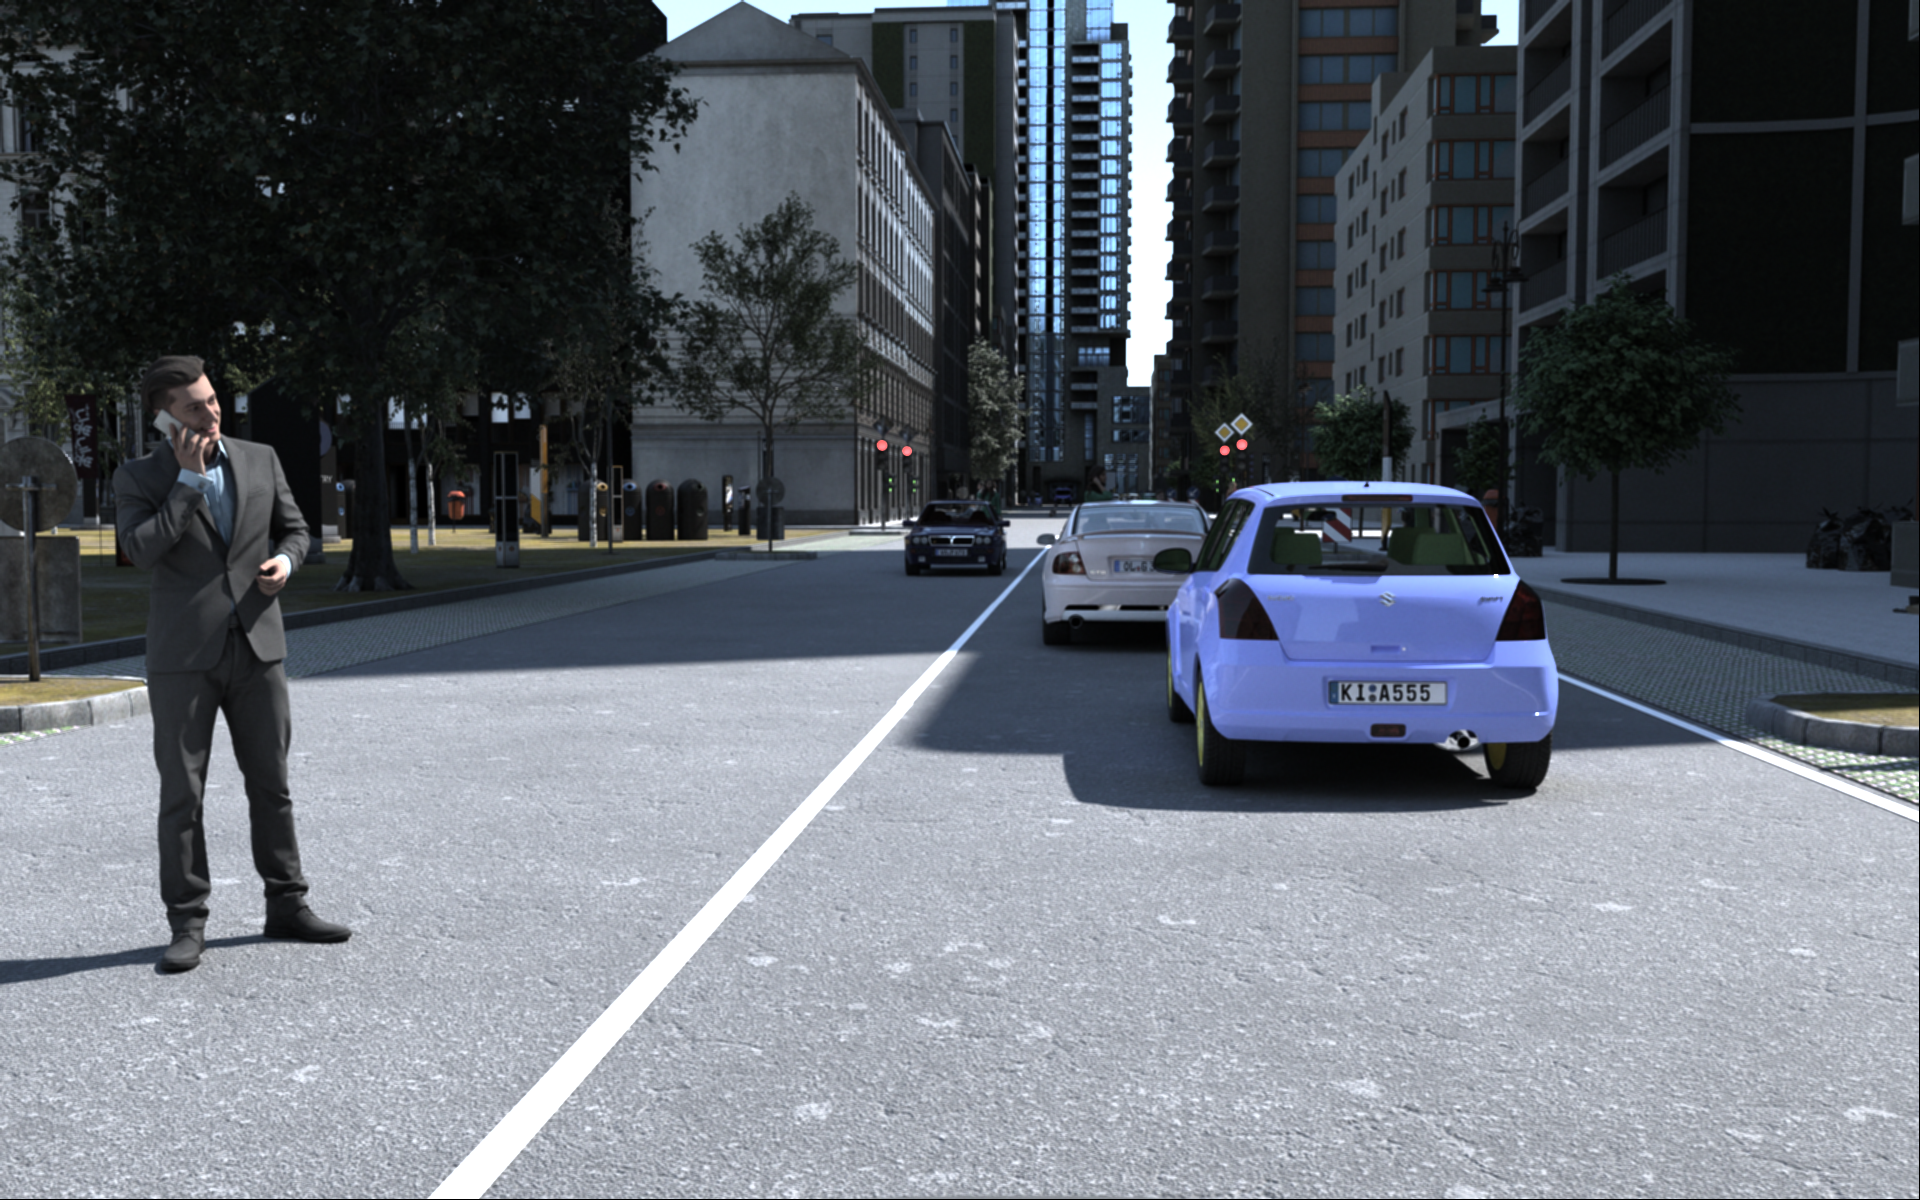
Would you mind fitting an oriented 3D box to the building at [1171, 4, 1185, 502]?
[{"bbox_3d":[32.866,-39.121,181.628,21.231,58.520,28.212,0,4,4],"label":"building"}]

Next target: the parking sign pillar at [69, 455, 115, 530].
[{"bbox_3d":[-30.954,-4.476,61.651,1.447,3.967,1.447,-1,4,-22],"label":"parking sign pillar"}]

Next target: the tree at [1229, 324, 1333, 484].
[{"bbox_3d":[13.697,-7.633,75.155,4.360,8.622,3.978,0,3,0],"label":"tree"}]

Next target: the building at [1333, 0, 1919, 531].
[{"bbox_3d":[33.720,-14.362,79.855,28.899,21.520,27.650,0,4,4],"label":"building"}]

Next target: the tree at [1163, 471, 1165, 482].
[{"bbox_3d":[18.765,-9.901,145.600,4.285,4.588,4.351,0,3,0],"label":"tree"}]

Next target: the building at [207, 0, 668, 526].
[{"bbox_3d":[-21.954,-15.044,75.644,15.834,23.373,12.332,0,4,4],"label":"building"}]

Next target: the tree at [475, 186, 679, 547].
[{"bbox_3d":[-8.816,-5.587,41.705,4.360,8.622,3.978,0,3,0],"label":"tree"}]

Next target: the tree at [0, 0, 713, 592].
[{"bbox_3d":[-8.000,-6.480,22.955,9.611,12.733,9.660,0,3,0],"label":"tree"}]

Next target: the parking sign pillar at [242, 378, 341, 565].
[{"bbox_3d":[-12.483,-2.654,31.872,1.447,3.967,1.447,3,5,44],"label":"parking sign pillar"}]

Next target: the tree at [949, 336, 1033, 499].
[{"bbox_3d":[0.627,-14.183,138.550,9.857,13.997,8.962,0,3,0],"label":"tree"}]

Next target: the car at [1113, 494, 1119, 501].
[{"bbox_3d":[12.210,-7.790,139.366,2.014,1.417,4.499,0,4,6],"label":"car"}]

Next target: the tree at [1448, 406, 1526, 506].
[{"bbox_3d":[11.664,-2.673,38.302,1.663,3.219,1.824,0,3,0],"label":"tree"}]

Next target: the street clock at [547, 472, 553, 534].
[{"bbox_3d":[-13.225,-3.123,55.631,0.358,2.002,0.471,-1,4,-17],"label":"street clock"}]

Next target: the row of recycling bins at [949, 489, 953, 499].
[{"bbox_3d":[-2.319,-7.677,132.623,3.534,1.692,1.069,0,4,-3],"label":"row of recycling bins"}]

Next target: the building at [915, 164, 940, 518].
[{"bbox_3d":[-6.806,-15.134,96.595,9.793,20.994,18.267,0,4,4],"label":"building"}]

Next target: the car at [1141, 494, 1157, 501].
[{"bbox_3d":[17.152,-9.057,156.876,1.959,1.807,4.718,0,4,3],"label":"car"}]

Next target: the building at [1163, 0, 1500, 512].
[{"bbox_3d":[26.365,-28.889,126.959,22.147,44.769,28.867,0,4,4],"label":"building"}]

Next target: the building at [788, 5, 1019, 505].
[{"bbox_3d":[-7.200,-40.827,209.518,28.212,58.520,21.231,0,4,4],"label":"building"}]

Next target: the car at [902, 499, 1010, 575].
[{"bbox_3d":[-0.041,-1.174,31.777,1.945,1.354,3.894,0,4,3],"label":"car"}]

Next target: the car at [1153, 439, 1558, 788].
[{"bbox_3d":[2.083,-0.011,9.776,1.945,1.707,3.694,0,4,3],"label":"car"}]

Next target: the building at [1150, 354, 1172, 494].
[{"bbox_3d":[41.184,-24.093,238.963,28.899,21.520,27.650,0,4,4],"label":"building"}]

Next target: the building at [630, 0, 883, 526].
[{"bbox_3d":[-8.025,-14.021,78.402,9.793,20.994,18.267,0,4,4],"label":"building"}]

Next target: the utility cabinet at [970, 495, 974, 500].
[{"bbox_3d":[0.910,-7.604,135.493,0.306,1.237,1.020,0,4,6],"label":"utility cabinet"}]

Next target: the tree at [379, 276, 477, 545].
[{"bbox_3d":[-13.263,-5.656,42.842,4.360,8.622,3.978,0,3,0],"label":"tree"}]

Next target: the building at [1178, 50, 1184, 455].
[{"bbox_3d":[27.675,-31.260,161.206,14.600,45.320,14.200,0,4,4],"label":"building"}]

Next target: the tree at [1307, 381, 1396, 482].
[{"bbox_3d":[11.667,-4.086,50.514,4.285,4.588,4.351,0,3,0],"label":"tree"}]

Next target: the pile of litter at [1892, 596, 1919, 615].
[{"bbox_3d":[10.926,-0.270,18.378,1.719,0.858,1.176,3,5,42],"label":"pile of litter"}]

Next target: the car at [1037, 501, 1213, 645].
[{"bbox_3d":[1.810,-0.332,17.792,2.083,1.381,4.827,0,4,4],"label":"car"}]

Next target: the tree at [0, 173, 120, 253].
[{"bbox_3d":[-17.460,-5.212,35.578,4.737,8.622,4.395,0,3,0],"label":"tree"}]

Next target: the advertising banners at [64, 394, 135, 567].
[{"bbox_3d":[-14.751,-2.117,30.794,2.074,3.025,0.090,-3,4,-38],"label":"advertising banners"}]

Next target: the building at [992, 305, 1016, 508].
[{"bbox_3d":[-8.863,-20.119,173.988,27.650,21.520,28.899,0,4,4],"label":"building"}]

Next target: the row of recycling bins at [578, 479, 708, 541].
[{"bbox_3d":[-8.751,-2.488,47.797,3.534,1.692,1.069,-1,4,-20],"label":"row of recycling bins"}]

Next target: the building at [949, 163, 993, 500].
[{"bbox_3d":[-4.574,-23.219,151.339,14.160,30.474,14.107,0,4,4],"label":"building"}]

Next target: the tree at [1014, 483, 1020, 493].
[{"bbox_3d":[5.842,-12.455,198.235,1.663,3.219,1.824,0,3,0],"label":"tree"}]

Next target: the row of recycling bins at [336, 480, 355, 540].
[{"bbox_3d":[-17.621,-2.576,49.232,1.069,1.692,3.534,1,4,16],"label":"row of recycling bins"}]

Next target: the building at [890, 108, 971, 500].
[{"bbox_3d":[-7.203,-19.828,117.692,14.314,27.812,24.014,0,4,4],"label":"building"}]

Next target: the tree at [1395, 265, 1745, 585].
[{"bbox_3d":[9.405,-2.528,25.045,4.285,4.588,4.351,0,3,0],"label":"tree"}]

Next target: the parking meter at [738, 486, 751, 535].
[{"bbox_3d":[-6.728,-2.790,54.032,0.372,1.533,0.369,0,3,0],"label":"parking meter"}]

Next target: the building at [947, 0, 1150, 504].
[{"bbox_3d":[10.350,-56.516,236.708,31.000,86.520,22.319,0,4,4],"label":"building"}]

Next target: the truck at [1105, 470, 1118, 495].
[{"bbox_3d":[17.273,-13.193,204.615,2.839,4.237,11.283,0,4,5],"label":"truck"}]

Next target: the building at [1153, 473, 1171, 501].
[{"bbox_3d":[33.847,-46.933,205.605,20.563,71.187,20.611,0,4,4],"label":"building"}]

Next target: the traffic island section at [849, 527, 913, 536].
[{"bbox_3d":[-2.718,-2.366,60.965,2.009,0.180,2.903,0,4,4],"label":"traffic island section"}]

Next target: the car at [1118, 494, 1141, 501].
[{"bbox_3d":[10.518,-5.950,107.505,2.015,1.641,3.980,0,4,4],"label":"car"}]

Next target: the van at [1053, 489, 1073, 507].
[{"bbox_3d":[11.574,-11.619,194.351,2.240,2.365,5.245,0,4,4],"label":"van"}]

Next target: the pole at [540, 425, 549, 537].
[{"bbox_3d":[-12.299,-3.509,51.210,0.158,3.312,0.155,0,3,0],"label":"pole"}]

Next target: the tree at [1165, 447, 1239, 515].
[{"bbox_3d":[16.141,-7.668,109.083,4.285,4.588,4.351,0,3,0],"label":"tree"}]

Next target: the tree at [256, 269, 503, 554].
[{"bbox_3d":[-11.512,-5.299,37.005,4.737,8.622,4.395,0,3,0],"label":"tree"}]

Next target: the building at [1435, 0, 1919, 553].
[{"bbox_3d":[23.818,-36.779,39.587,20.563,71.187,20.611,0,4,4],"label":"building"}]

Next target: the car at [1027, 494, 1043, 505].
[{"bbox_3d":[9.022,-12.179,208.720,1.945,1.707,3.694,0,4,4],"label":"car"}]

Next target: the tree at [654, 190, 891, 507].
[{"bbox_3d":[-5.597,-7.223,52.505,7.601,10.594,8.767,-2,4,-24],"label":"tree"}]

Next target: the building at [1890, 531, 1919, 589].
[{"bbox_3d":[25.689,-9.977,8.162,27.650,21.520,28.899,0,4,4],"label":"building"}]

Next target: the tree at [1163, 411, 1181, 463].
[{"bbox_3d":[19.377,-12.235,150.403,4.360,8.622,3.978,0,3,0],"label":"tree"}]

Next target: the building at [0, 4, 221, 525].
[{"bbox_3d":[-40.232,-15.148,76.542,19.941,23.489,11.050,0,4,4],"label":"building"}]

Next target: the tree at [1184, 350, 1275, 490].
[{"bbox_3d":[13.778,-8.418,88.004,4.737,8.622,4.395,0,3,0],"label":"tree"}]

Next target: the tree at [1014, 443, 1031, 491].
[{"bbox_3d":[5.672,-14.739,191.347,4.360,8.622,3.978,0,3,0],"label":"tree"}]
